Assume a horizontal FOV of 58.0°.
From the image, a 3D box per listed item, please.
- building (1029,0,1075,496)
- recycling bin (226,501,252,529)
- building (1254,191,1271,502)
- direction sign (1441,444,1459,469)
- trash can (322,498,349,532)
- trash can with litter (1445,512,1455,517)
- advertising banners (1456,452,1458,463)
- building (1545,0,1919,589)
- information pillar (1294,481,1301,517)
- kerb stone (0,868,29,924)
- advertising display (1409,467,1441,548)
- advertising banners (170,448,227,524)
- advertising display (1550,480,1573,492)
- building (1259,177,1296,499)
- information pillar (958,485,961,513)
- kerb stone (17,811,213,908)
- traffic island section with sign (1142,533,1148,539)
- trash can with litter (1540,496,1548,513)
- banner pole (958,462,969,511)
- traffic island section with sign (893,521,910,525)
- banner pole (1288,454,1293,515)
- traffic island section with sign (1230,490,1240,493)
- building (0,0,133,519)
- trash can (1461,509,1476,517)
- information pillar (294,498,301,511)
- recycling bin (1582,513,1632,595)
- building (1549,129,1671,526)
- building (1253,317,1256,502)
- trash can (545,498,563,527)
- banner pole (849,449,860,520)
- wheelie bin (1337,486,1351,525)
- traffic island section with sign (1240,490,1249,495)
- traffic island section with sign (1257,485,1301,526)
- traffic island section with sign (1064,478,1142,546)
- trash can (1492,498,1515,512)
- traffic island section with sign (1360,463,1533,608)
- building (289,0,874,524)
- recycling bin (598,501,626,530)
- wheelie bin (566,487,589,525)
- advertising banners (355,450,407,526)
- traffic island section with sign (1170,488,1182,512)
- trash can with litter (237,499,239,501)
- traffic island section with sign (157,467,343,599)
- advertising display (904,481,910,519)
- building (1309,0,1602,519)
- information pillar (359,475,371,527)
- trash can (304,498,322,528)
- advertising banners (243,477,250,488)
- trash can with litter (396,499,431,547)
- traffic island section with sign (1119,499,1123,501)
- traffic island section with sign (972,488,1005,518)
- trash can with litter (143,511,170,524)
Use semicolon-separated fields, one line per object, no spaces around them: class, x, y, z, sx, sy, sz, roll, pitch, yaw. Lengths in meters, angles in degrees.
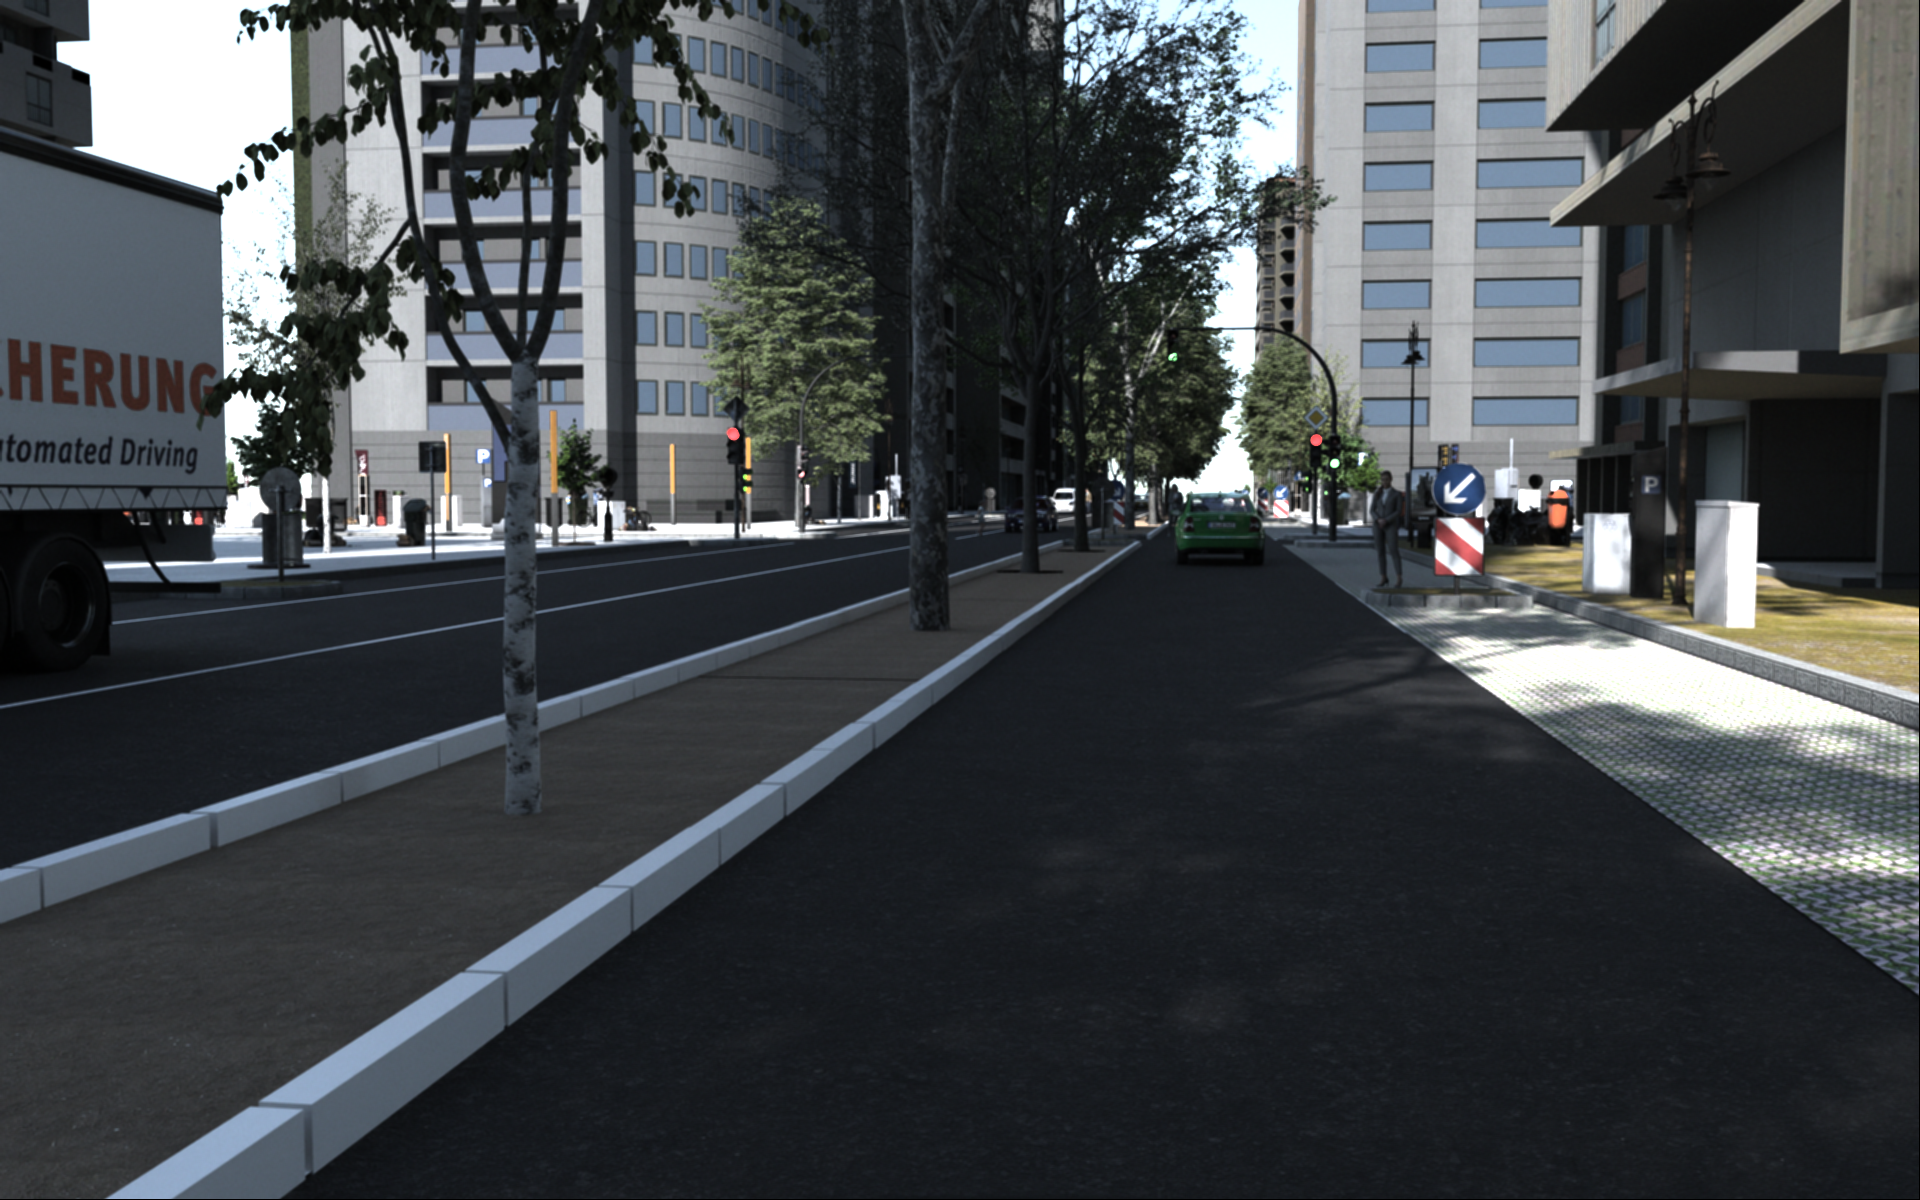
building;5.197;-48.187;226.104;20.563;71.187;20.611;1;4;8
recycling bin;-26.620;-3.144;63.951;0.722;1.027;0.722;-3;5;-40
building;55.261;-38.868;259.190;21.300;48.544;21.600;1;4;8
direction sign;22.283;-5.313;78.858;0.379;3.537;0.876;-3;5;-41
trash can;-21.319;-2.915;59.319;0.748;1.137;0.748;0;3;0
trash can with litter;17.164;-2.997;60.382;0.624;1.170;1.055;2;4;31
advertising banners;20.628;-4.651;72.229;0.090;3.025;2.074;1;4;11
building;23.331;-26.315;19.491;28.713;52.752;27.495;1;4;8
information pillar;18.661;-5.578;95.698;0.304;2.012;0.304;-1;4;-15
kerb stone;-3.280;1.025;5.444;0.120;0.150;1.000;1;4;8
advertising display;10.998;-2.187;40.968;0.123;1.923;0.974;-2;4;-27
advertising banners;-28.519;-4.196;64.798;2.074;3.025;0.090;-1;4;-22
advertising display;27.148;-4.461;78.157;0.974;1.923;0.123;2;4;33
building;51.869;-35.414;233.639;22.147;44.769;28.867;1;4;8
information pillar;0.034;-6.880;116.980;0.304;2.012;0.304;1;4;12
kerb stone;-3.137;0.963;6.456;0.120;0.150;1.000;1;4;8
traffic island section with sign;5.000;-2.898;55.521;2.006;1.907;1.989;1;4;8
trash can with litter;26.909;-4.274;80.937;2.233;1.210;1.678;3;4;38
banner pole;0.247;-8.700;132.268;0.863;3.779;0.401;1;4;17
traffic island section with sign;-1.975;-4.366;80.010;1.989;1.847;2.006;1;4;8
banner pole;20.676;-7.257;108.672;0.401;3.779;0.863;0;4;-4
traffic island section with sign;25.144;-8.855;153.401;1.989;1.847;2.006;1;4;8
building;-57.521;-29.882;77.806;27.495;52.752;28.713;1;4;8
trash can;16.880;-2.819;57.747;0.748;1.137;0.748;0;3;0
information pillar;-38.942;-5.947;101.733;0.304;2.012;0.304;-3;5;-43
recycling bin;8.459;-0.595;22.285;0.722;1.027;0.722;0;4;8
building;37.680;-25.006;63.479;28.867;44.769;22.147;1;4;8
building;54.274;-30.996;278.477;14.160;30.474;14.107;1;4;8
trash can;-15.745;-3.397;67.189;0.748;1.137;0.748;0;3;0
banner pole;-5.086;-5.769;84.348;0.863;3.779;0.401;-3;5;-40
wheelie bin;15.611;-3.871;71.203;0.980;1.594;0.693;3;4;36
traffic island section with sign;17.997;-5.823;103.829;1.989;1.847;2.006;1;4;8
traffic island section with sign;14.160;-4.191;77.147;1.989;1.847;2.006;1;4;8
traffic island section with sign;3.934;-2.450;48.190;2.006;1.907;1.989;1;4;8
trash can;19.071;-3.007;60.812;0.748;1.137;0.748;0;3;0
traffic island section with sign;6.294;-0.856;22.624;1.989;1.847;2.006;1;4;8
building;-17.370;-33.277;86.082;21.231;58.520;28.212;1;4;8
recycling bin;-12.429;-3.014;61.832;0.722;1.027;0.722;3;4;37
wheelie bin;-15.622;-3.857;70.963;0.693;1.594;0.980;3;5;44
advertising banners;-23.091;-4.458;69.072;2.074;3.025;0.090;-3;5;-41
traffic island section with sign;15.709;-7.447;129.895;2.006;1.907;1.989;1;4;8
trash can with litter;-36.111;-4.612;86.791;0.624;1.170;1.055;1;4;21
traffic island section with sign;-9.956;-0.980;24.645;1.989;1.847;2.006;1;4;8
advertising display;-2.581;-5.070;88.112;0.123;1.923;0.974;2;4;24
building;31.334;-34.169;100.659;21.231;58.520;28.212;1;4;8
information pillar;-22.914;-3.803;66.669;0.304;2.012;0.304;0;4;7
trash can;-24.529;-3.309;65.750;0.748;1.137;0.748;0;3;0
advertising banners;-53.935;-8.356;132.810;2.074;3.025;0.090;-2;4;-32
trash can with litter;-13.397;-1.901;42.462;0.624;1.170;1.055;0;4;5
traffic island section with sign;24.645;-15.664;264.733;1.989;1.847;2.006;1;4;8
traffic island section with sign;1.868;-5.998;106.691;1.989;1.847;2.006;1;4;8
trash can with litter;-21.572;-2.164;46.762;0.624;1.170;1.055;0;4;-3
